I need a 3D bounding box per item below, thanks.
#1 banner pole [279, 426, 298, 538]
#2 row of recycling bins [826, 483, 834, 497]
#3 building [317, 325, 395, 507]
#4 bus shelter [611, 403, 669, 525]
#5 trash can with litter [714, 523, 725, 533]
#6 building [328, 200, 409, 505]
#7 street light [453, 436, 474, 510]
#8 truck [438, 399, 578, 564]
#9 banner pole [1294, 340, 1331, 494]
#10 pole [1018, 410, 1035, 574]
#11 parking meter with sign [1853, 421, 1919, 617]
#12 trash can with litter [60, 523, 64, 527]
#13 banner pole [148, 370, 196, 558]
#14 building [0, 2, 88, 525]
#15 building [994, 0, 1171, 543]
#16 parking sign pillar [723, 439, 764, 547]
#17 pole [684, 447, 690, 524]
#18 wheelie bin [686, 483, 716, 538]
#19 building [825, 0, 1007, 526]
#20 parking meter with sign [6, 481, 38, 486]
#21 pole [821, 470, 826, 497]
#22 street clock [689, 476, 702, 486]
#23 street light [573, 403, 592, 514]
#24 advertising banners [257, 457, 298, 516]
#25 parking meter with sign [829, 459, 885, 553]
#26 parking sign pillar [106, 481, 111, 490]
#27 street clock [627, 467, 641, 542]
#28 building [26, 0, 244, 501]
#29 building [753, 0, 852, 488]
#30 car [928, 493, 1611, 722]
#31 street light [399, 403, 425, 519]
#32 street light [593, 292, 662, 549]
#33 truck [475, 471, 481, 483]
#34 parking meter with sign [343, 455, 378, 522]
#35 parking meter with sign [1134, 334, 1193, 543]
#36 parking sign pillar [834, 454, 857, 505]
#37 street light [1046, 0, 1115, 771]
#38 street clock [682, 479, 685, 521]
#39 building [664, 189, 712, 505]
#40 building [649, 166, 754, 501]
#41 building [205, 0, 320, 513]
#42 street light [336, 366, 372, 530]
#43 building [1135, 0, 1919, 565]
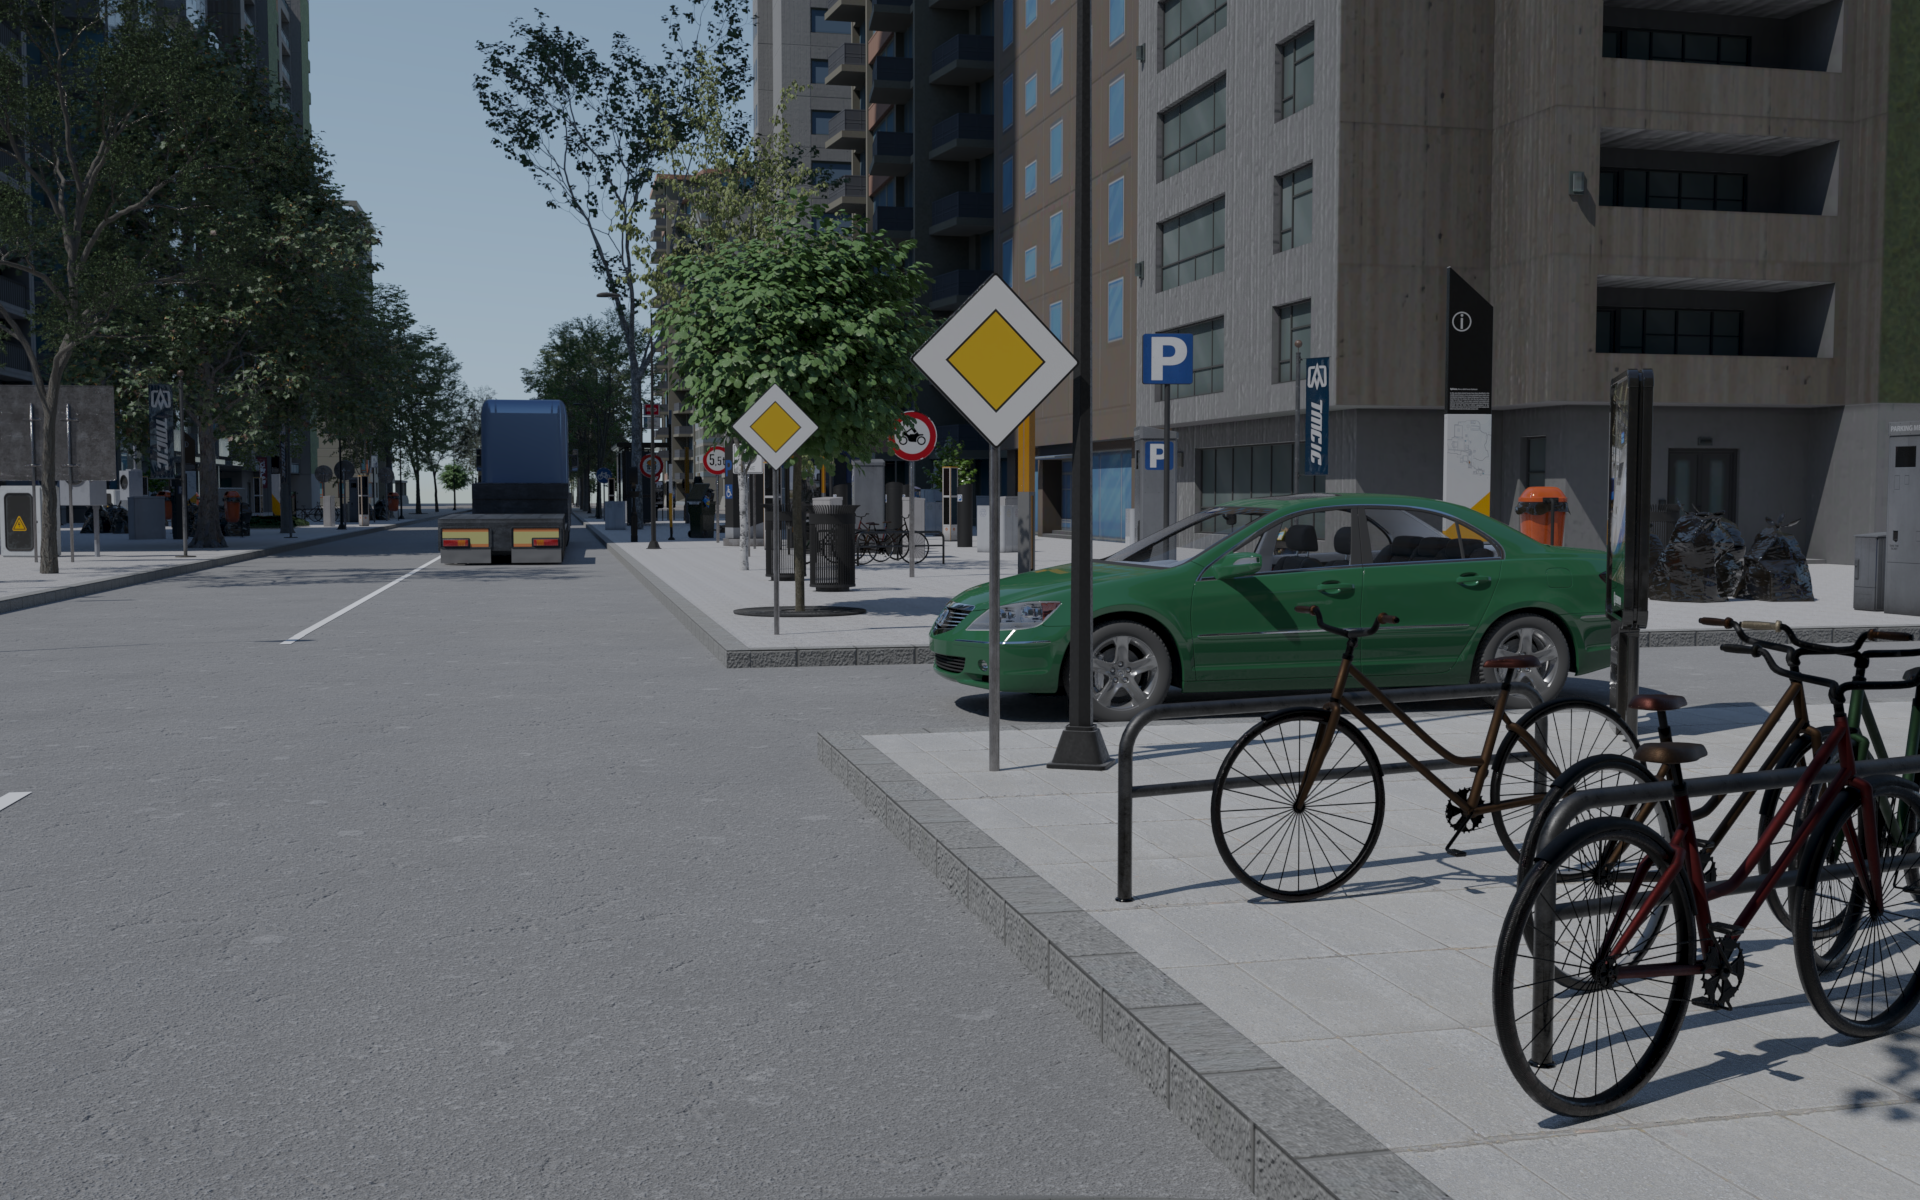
[{"bbox_3d":[-19.717,-3.709,50.666,0.401,3.779,0.863,-3,5,-45],"label":"banner pole"},{"bbox_3d":[-4.932,-3.674,67.180,1.069,1.692,3.534,1,4,20],"label":"row of recycling bins"},{"bbox_3d":[-77.051,-20.940,187.407,27.650,21.520,28.899,-1,4,-13],"label":"building"},{"bbox_3d":[-13.734,-5.896,74.036,2.179,5.291,8.768,-1,4,-13],"label":"bus shelter"},{"bbox_3d":[-7.638,-2.820,57.493,0.624,1.170,1.055,3,4,38],"label":"trash can with litter"},{"bbox_3d":[-85.325,-31.827,212.244,32.217,40.220,23.993,-1,4,-13],"label":"building"},{"bbox_3d":[-39.414,-10.047,136.803,1.470,5.913,1.316,-1,4,-13],"label":"street light"},{"bbox_3d":[-11.169,-3.299,43.695,2.967,4.110,18.799,-1,4,-12],"label":"truck"},{"bbox_3d":[5.645,-2.327,28.056,0.401,3.779,0.863,-3,5,-40],"label":"banner pole"},{"bbox_3d":[0.798,-1.645,20.736,0.158,3.312,0.155,0,3,0],"label":"pole"},{"bbox_3d":[10.211,-1.346,18.274,0.543,3.016,1.738,-1,4,-13],"label":"parking meter with sign"},{"bbox_3d":[-35.185,-3.384,66.718,0.624,1.170,1.055,2,4,33],"label":"trash can with litter"},{"bbox_3d":[-15.895,-2.745,34.895,0.863,3.779,0.401,-3,5,-40],"label":"banner pole"},{"bbox_3d":[-47.724,-38.569,68.849,20.563,71.187,20.611,-1,4,-13],"label":"building"},{"bbox_3d":[9.439,-24.451,49.881,14.600,45.320,14.200,-1,4,-13],"label":"building"},{"bbox_3d":[-5.169,-3.332,42.953,1.447,3.967,1.447,-3,4,-36],"label":"parking sign pillar"},{"bbox_3d":[-11.860,-4.978,75.226,0.158,3.312,0.155,0,3,0],"label":"pole"},{"bbox_3d":[-7.547,-2.610,50.578,0.980,1.594,0.693,3,4,38],"label":"wheelie bin"},{"bbox_3d":[5.645,-25.973,79.290,22.147,44.769,28.867,-1,4,-13],"label":"building"},{"bbox_3d":[-25.137,-3.068,46.421,1.738,3.016,0.543,0,4,-2],"label":"parking meter with sign"},{"bbox_3d":[-3.516,-3.073,44.086,0.158,3.312,0.155,0,3,0],"label":"pole"},{"bbox_3d":[-10.568,-3.998,69.931,0.358,2.002,0.471,1,4,9],"label":"street clock"},{"bbox_3d":[-19.083,-7.107,88.742,1.470,5.913,1.316,-1,4,-13],"label":"street light"},{"bbox_3d":[-32.470,-5.274,82.413,0.090,3.025,2.074,3,4,37],"label":"advertising banners"},{"bbox_3d":[-1.982,-2.533,37.677,1.738,3.016,0.543,-1,4,-9],"label":"parking meter with sign"},{"bbox_3d":[-36.465,-5.217,73.767,1.447,3.967,1.447,-2,4,-26],"label":"parking sign pillar"},{"bbox_3d":[-8.699,-2.547,46.207,0.358,2.002,0.471,-1,4,-10],"label":"street clock"},{"bbox_3d":[-54.336,-29.128,95.844,23.786,49.044,30.456,-1,4,-13],"label":"building"},{"bbox_3d":[-3.601,-35.280,118.819,21.231,58.520,28.212,-1,4,-13],"label":"building"},{"bbox_3d":[2.211,-0.010,11.957,4.920,1.459,2.131,-1,4,-13],"label":"car"},{"bbox_3d":[-27.909,-7.069,88.125,1.470,5.913,1.316,-1,4,-13],"label":"street light"},{"bbox_3d":[-7.673,-4.133,40.118,1.470,5.913,1.316,-1,4,-13],"label":"street light"},{"bbox_3d":[-37.770,-9.262,140.339,2.839,4.237,11.283,-1,4,-15],"label":"truck"},{"bbox_3d":[-27.312,-5.034,78.563,1.738,3.016,0.543,1,4,16],"label":"parking meter with sign"},{"bbox_3d":[2.251,-1.435,19.728,0.543,3.016,1.738,0,4,0],"label":"parking meter with sign"},{"bbox_3d":[-3.608,-4.112,55.708,1.447,3.967,1.447,1,4,20],"label":"parking sign pillar"},{"bbox_3d":[0.044,-2.162,7.888,1.470,5.913,1.316,-1,4,-13],"label":"street light"},{"bbox_3d":[-13.014,-4.748,82.203,0.358,2.002,0.471,-2,4,-29],"label":"street clock"},{"bbox_3d":[-19.353,-31.705,210.250,32.217,40.220,23.993,-1,4,-13],"label":"building"},{"bbox_3d":[-30.396,-35.474,234.620,22.147,44.769,28.867,-1,4,-13],"label":"building"},{"bbox_3d":[-57.819,-27.474,132.789,14.154,41.232,14.086,-1,4,-13],"label":"building"},{"bbox_3d":[-21.801,-5.501,62.490,1.470,5.913,1.316,-1,4,-13],"label":"street light"},{"bbox_3d":[12.501,-16.169,36.057,14.107,30.474,14.160,-1,4,-13],"label":"building"}]
